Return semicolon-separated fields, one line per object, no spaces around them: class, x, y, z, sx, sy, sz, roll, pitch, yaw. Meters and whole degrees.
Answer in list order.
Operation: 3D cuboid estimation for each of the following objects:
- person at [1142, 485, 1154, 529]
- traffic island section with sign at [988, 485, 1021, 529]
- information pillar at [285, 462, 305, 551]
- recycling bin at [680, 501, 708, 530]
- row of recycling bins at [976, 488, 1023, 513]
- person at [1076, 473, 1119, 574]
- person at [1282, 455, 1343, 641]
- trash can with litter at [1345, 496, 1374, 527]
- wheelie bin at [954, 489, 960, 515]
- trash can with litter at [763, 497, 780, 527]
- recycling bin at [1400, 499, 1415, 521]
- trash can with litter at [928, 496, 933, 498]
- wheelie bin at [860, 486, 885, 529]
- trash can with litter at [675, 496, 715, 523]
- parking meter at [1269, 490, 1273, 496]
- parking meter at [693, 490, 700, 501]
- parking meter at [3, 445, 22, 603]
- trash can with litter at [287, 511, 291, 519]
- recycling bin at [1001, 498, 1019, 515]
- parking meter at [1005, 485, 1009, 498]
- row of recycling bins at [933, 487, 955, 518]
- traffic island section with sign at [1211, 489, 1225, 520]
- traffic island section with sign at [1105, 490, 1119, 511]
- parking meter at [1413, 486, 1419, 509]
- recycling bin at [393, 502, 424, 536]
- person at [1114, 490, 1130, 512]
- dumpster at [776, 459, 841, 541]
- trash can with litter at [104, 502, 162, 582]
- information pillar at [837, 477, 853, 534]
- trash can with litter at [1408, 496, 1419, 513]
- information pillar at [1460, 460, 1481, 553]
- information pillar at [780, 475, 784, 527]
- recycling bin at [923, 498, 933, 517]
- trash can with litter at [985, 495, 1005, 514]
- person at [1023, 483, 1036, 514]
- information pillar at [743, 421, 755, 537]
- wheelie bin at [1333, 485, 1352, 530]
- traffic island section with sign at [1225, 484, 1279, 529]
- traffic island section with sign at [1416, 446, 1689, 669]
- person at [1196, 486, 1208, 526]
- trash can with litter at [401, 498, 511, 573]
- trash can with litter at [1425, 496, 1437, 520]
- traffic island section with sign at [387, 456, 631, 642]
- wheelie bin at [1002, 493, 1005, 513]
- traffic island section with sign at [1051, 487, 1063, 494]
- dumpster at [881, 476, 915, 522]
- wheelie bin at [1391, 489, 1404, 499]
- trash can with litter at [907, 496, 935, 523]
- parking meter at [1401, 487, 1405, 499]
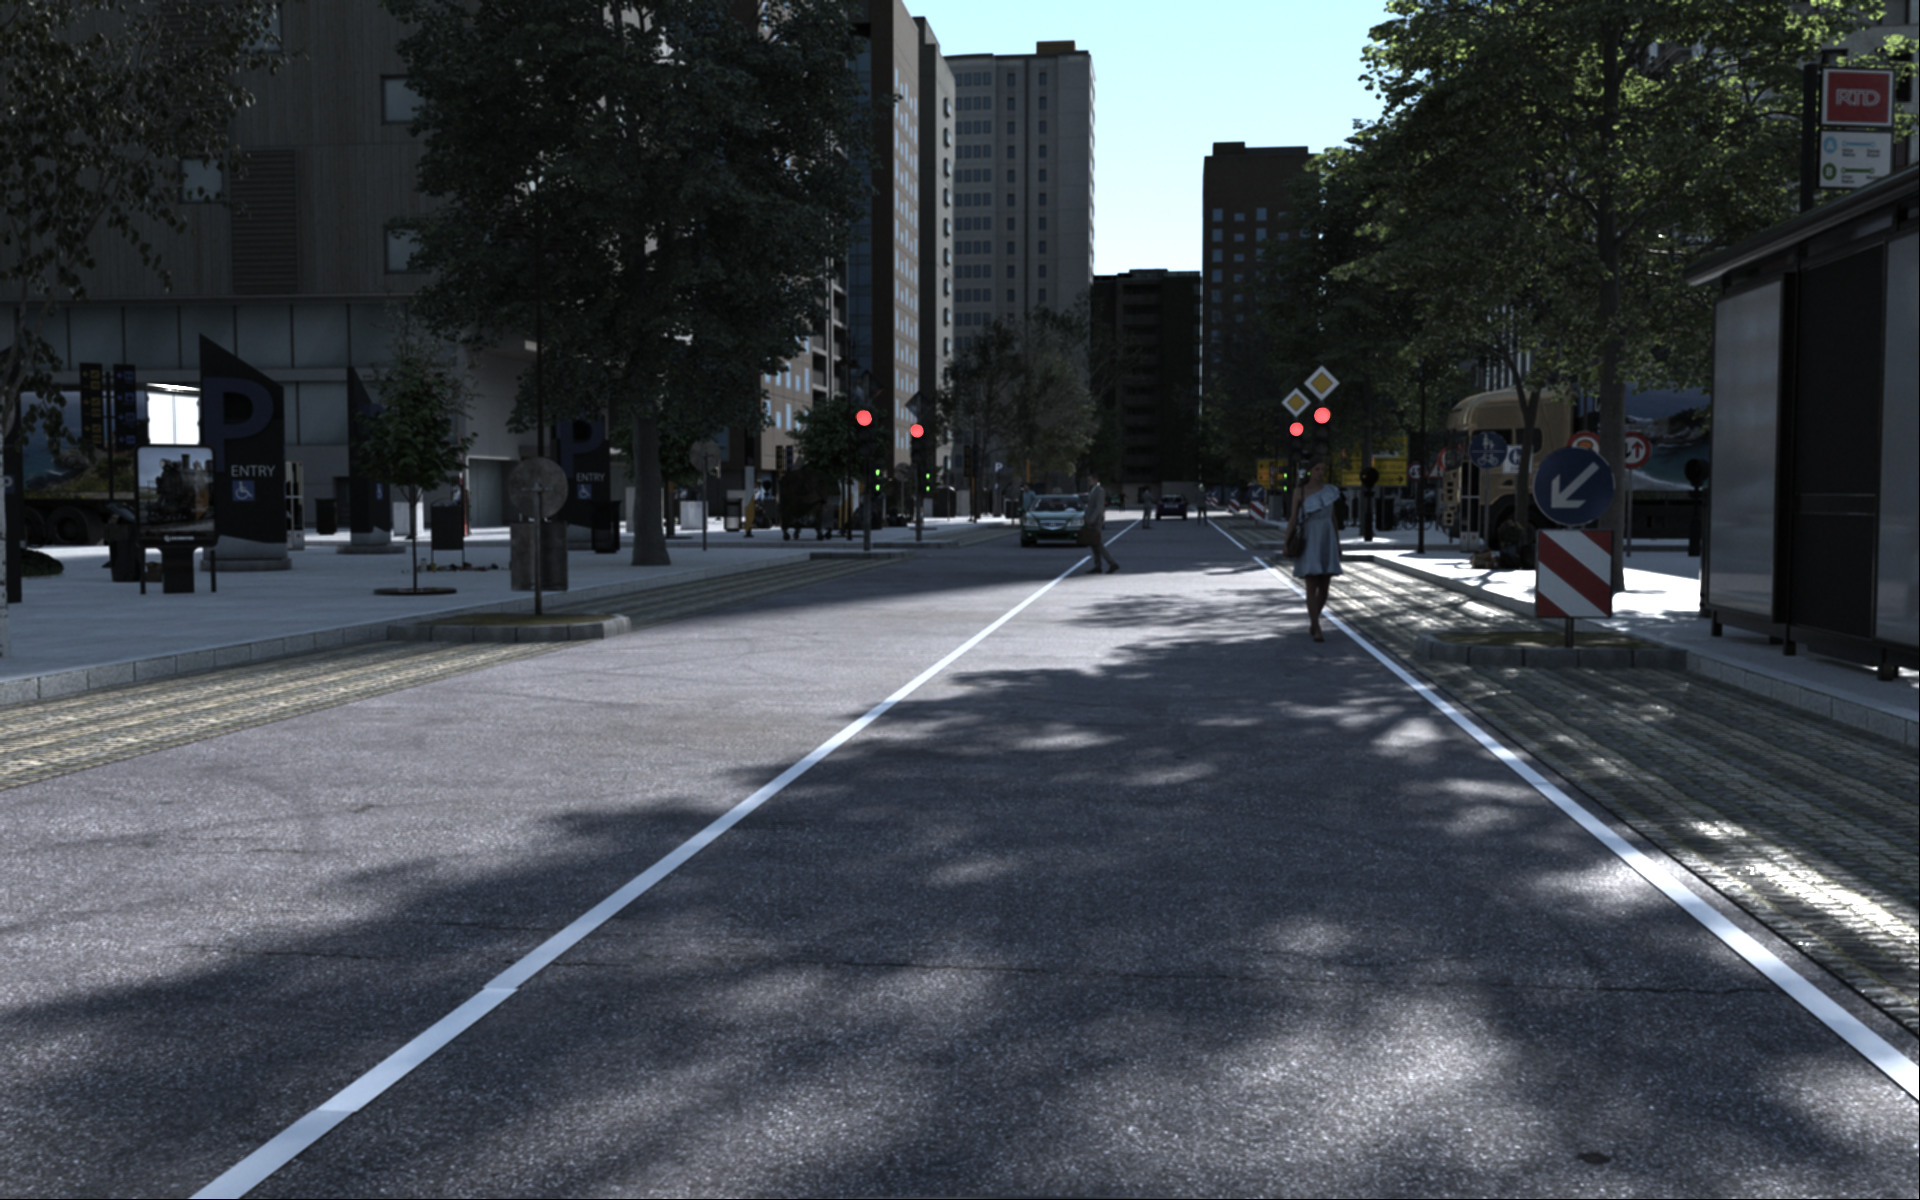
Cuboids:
person;7.820;-3.860;71.794;0.466;1.800;0.511;-3;5;-44
traffic island section with sign;2.224;-3.843;71.466;1.989;1.847;2.006;0;4;7
information pillar;-15.115;-2.130;39.311;0.304;2.012;0.304;3;4;36
recycling bin;-9.535;-3.031;62.108;0.722;1.027;0.722;2;4;29
row of recycling bins;2.766;-6.771;117.824;3.534;1.692;1.069;-1;4;-15
person;2.444;-1.387;31.304;0.853;1.813;0.709;-1;4;-15
person;3.469;-0.519;17.077;0.616;1.811;0.778;0;4;2
trash can with litter;15.309;-3.461;67.649;1.678;1.210;2.233;1;4;15
wheelie bin;-0.264;-6.034;106.569;0.980;1.594;0.693;-3;4;-37
trash can with litter;-7.020;-3.444;67.361;2.233;1.210;1.678;0;4;4
recycling bin;21.658;-4.361;83.856;0.722;1.027;0.722;0;4;1
trash can with litter;-1.768;-5.836;106.804;0.624;1.170;1.055;1;4;16
wheelie bin;-3.189;-3.432;64.025;0.980;1.594;0.693;-2;4;-30
trash can with litter;-12.030;-4.041;77.126;2.233;1.210;1.678;-1;4;-12
parking meter;19.097;-6.155;106.343;0.255;1.863;0.399;1;4;9
parking meter;-14.750;-5.424;97.096;0.372;1.533;0.369;0;3;0
parking meter;-11.276;-0.893;20.313;0.255;1.863;0.399;1;4;20
trash can with litter;-13.945;-1.419;34.580;0.624;1.170;1.055;2;4;26
recycling bin;3.078;-5.597;104.071;0.722;1.027;0.722;1;4;19
parking meter;3.027;-6.259;108.050;0.399;1.863;0.255;3;4;36
row of recycling bins;-0.855;-5.430;95.896;1.069;1.692;3.534;-1;4;-8
traffic island section with sign;15.306;-5.440;97.573;1.989;1.847;2.006;0;4;7
traffic island section with sign;15.070;-10.174;174.974;1.989;1.847;2.006;0;4;7
parking meter;31.320;-6.928;118.978;0.399;1.863;0.255;2;4;29
recycling bin;-16.979;-2.493;53.318;0.722;1.027;0.722;0;3;0
person;12.890;-7.873;137.739;1.217;1.766;0.721;1;4;16
dumpster;-4.225;-2.793;48.161;1.502;2.255;1.985;0;4;7
trash can with litter;-11.967;-0.858;25.411;1.055;1.170;0.624;1;4;8
information pillar;-3.722;-3.967;56.222;0.504;3.616;0.183;-2;4;-34
trash can with litter;27.251;-5.673;104.142;0.624;1.170;1.055;2;4;35
information pillar;11.124;-2.035;37.761;0.304;2.012;0.304;-1;4;-22
information pillar;-6.602;-3.736;65.572;0.304;2.012;0.304;2;4;27
recycling bin;-1.657;-5.286;98.984;0.722;1.027;0.722;3;4;37
trash can with litter;2.260;-6.040;109.812;2.233;1.210;1.678;-1;4;-14
person;2.466;-3.158;60.156;0.660;1.820;0.620;3;5;39
information pillar;-6.249;-3.673;51.409;0.183;3.616;0.504;1;4;18
wheelie bin;13.361;-3.291;61.716;0.693;1.594;0.980;0;4;-7
traffic island section with sign;11.972;-3.795;70.681;1.989;1.847;2.006;0;4;7
traffic island section with sign;5.085;-0.400;15.172;1.989;1.847;2.006;0;4;7
person;10.811;-4.209;77.495;0.537;1.800;0.526;3;4;37
trash can with litter;-8.200;-1.102;29.077;2.233;1.210;1.678;-1;4;-16
trash can with litter;22.844;-4.417;83.611;0.624;1.170;1.055;0;4;-5
traffic island section with sign;-4.456;-0.549;17.597;1.989;1.847;2.006;0;4;7
wheelie bin;3.203;-6.464;113.591;0.693;1.594;0.980;2;4;29
traffic island section with sign;5.552;-5.485;98.308;1.989;1.847;2.006;0;4;7
dumpster;-2.831;-4.792;80.842;1.502;2.255;1.985;0;4;7
wheelie bin;25.858;-5.785;102.494;0.693;1.594;0.980;1;4;20
trash can with litter;-2.188;-4.021;76.794;1.678;1.210;2.233;-1;4;-22
parking meter;27.008;-6.131;105.949;0.399;1.863;0.255;2;4;32
